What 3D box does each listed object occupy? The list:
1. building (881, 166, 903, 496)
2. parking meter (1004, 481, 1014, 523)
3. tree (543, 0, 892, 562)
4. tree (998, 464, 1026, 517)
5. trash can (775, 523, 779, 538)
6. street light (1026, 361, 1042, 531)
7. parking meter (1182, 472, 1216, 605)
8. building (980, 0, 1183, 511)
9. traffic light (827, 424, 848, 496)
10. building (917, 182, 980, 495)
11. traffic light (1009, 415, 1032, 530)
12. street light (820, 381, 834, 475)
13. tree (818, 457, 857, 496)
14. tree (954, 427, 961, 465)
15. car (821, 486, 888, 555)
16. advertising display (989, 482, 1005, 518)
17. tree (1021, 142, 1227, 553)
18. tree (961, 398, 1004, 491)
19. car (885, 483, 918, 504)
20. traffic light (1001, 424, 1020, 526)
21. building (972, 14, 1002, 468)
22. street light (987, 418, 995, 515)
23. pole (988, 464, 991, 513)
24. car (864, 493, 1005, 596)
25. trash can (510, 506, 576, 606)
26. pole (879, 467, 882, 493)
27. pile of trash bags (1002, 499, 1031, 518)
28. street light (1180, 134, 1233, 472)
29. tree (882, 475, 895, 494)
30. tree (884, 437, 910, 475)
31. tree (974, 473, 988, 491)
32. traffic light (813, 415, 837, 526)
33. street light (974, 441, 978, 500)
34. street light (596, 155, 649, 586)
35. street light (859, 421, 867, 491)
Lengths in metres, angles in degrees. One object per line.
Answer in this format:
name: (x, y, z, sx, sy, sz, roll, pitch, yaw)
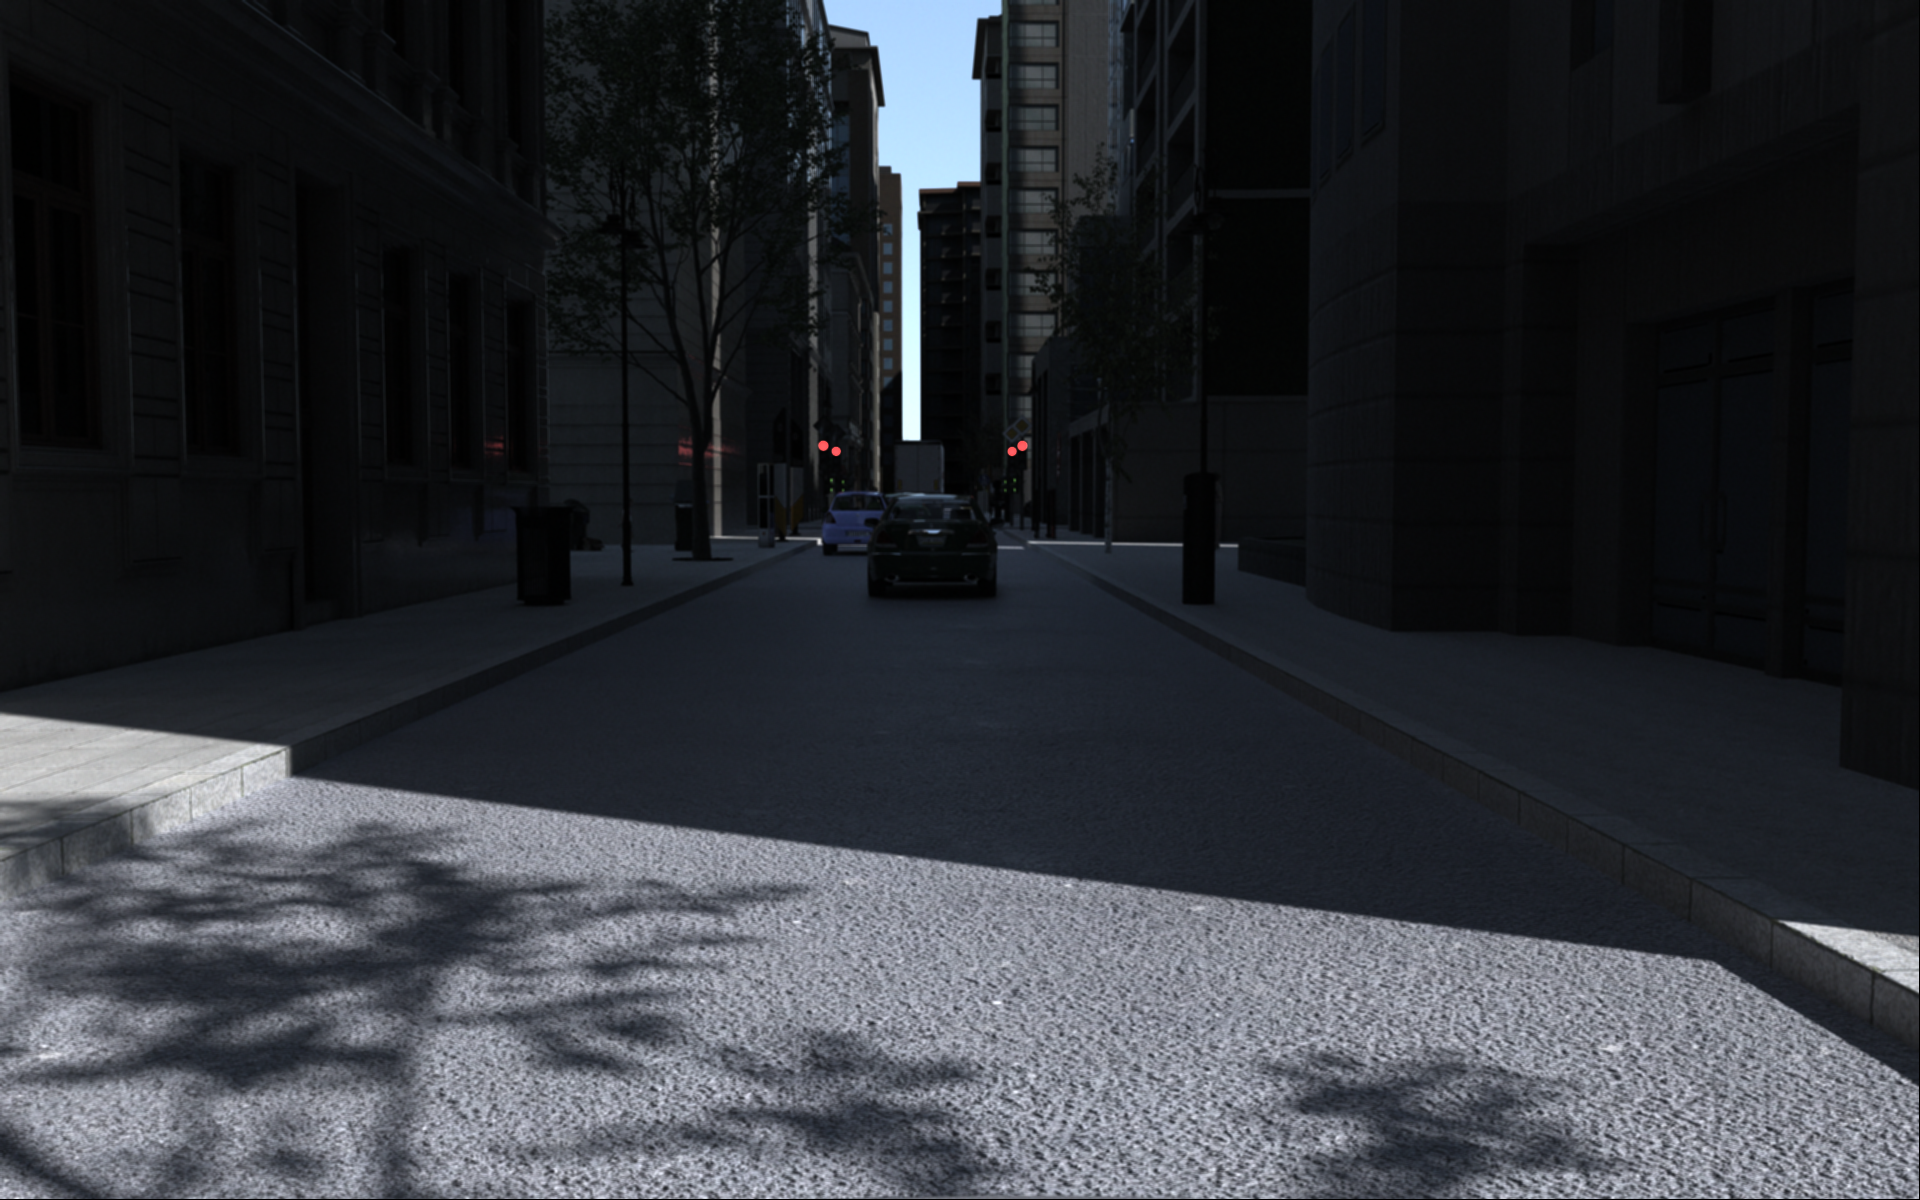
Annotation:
building: (-14.984, -35.792, 235.304, 14.200, 45.320, 14.600, 0, 4, -1)
parking meter: (2.198, -4.434, 78.209, 0.399, 1.863, 0.255, -2, 4, -28)
tree: (-5.025, -6.573, 33.226, 9.928, 11.665, 9.643, 0, 3, 0)
tree: (2.993, -6.378, 98.885, 1.663, 3.219, 1.824, 0, 3, 0)
trash can: (-5.511, -2.401, 50.915, 0.748, 1.137, 0.748, 0, 3, 0)
street light: (2.565, -5.365, 60.498, 0.468, 5.910, 1.993, 0, 4, -1)
parking meter: (2.790, -0.722, 20.214, 0.372, 1.533, 0.369, 0, 3, 0)
building: (12.364, -44.493, 165.707, 20.563, 71.187, 20.611, 0, 4, -1)
traffic light: (-4.907, -4.909, 69.189, 0.839, 4.253, 0.868, 0, 4, -1)
building: (6.982, -35.796, 239.895, 28.867, 44.769, 22.147, 0, 4, -1)
traffic light: (2.175, -4.429, 61.327, 0.839, 4.253, 0.868, 0, 4, -1)
street light: (-5.359, -5.944, 69.966, 0.468, 5.910, 1.993, 0, 4, -1)
tree: (-5.442, -4.994, 76.261, 1.663, 3.219, 1.824, 0, 3, 0)
tree: (1.813, -12.199, 149.813, 4.360, 8.622, 3.978, 0, 3, 0)
car: (-2.404, -1.973, 41.848, 1.945, 1.707, 3.694, 0, 4, -1)
advertising display: (2.034, -5.340, 92.518, 0.974, 1.923, 0.123, -1, 4, -14)
tree: (3.447, -5.315, 37.267, 4.737, 8.622, 4.395, 0, 3, 0)
tree: (2.989, -10.757, 126.240, 4.360, 8.622, 3.978, 0, 3, 0)
car: (-1.899, -3.078, 59.120, 1.959, 1.807, 4.718, 0, 4, 1)
traffic light: (2.053, -4.917, 69.311, 0.839, 4.253, 0.868, 0, 4, -1)
building: (15.978, -36.764, 190.335, 28.713, 52.752, 27.495, 0, 4, -1)
street light: (1.914, -8.129, 105.690, 0.468, 5.910, 1.993, 0, 4, -1)
pole: (2.015, -7.648, 118.895, 0.158, 3.312, 0.155, 0, 3, 0)
car: (-0.388, -0.850, 25.698, 2.131, 1.459, 4.920, 0, 3, 0)
trash can: (-4.818, -0.513, 20.040, 0.748, 1.137, 0.748, 0, 3, 0)
pole: (-5.914, -8.299, 129.529, 0.158, 3.312, 0.155, 0, 3, 0)
pile of trash bags: (3.799, -5.188, 94.583, 3.447, 1.369, 1.912, 0, 4, -8)
street light: (3.214, -3.056, 22.762, 0.468, 5.910, 1.993, 0, 4, -1)
tree: (-7.202, -11.164, 177.138, 1.663, 3.219, 1.824, 0, 3, 0)
tree: (-7.486, -16.603, 221.823, 4.360, 8.622, 3.978, 0, 3, 0)
tree: (1.881, -9.769, 154.317, 1.663, 3.219, 1.824, 0, 3, 0)
traffic light: (-4.786, -4.421, 61.205, 0.839, 4.253, 0.868, 0, 4, -1)
street light: (1.351, -10.478, 144.104, 0.468, 5.910, 1.993, 0, 4, -1)
street light: (-4.668, -3.140, 24.125, 0.468, 5.910, 1.993, 0, 4, -1)
street light: (-6.028, -8.252, 107.702, 0.468, 5.910, 1.993, 0, 4, -1)
